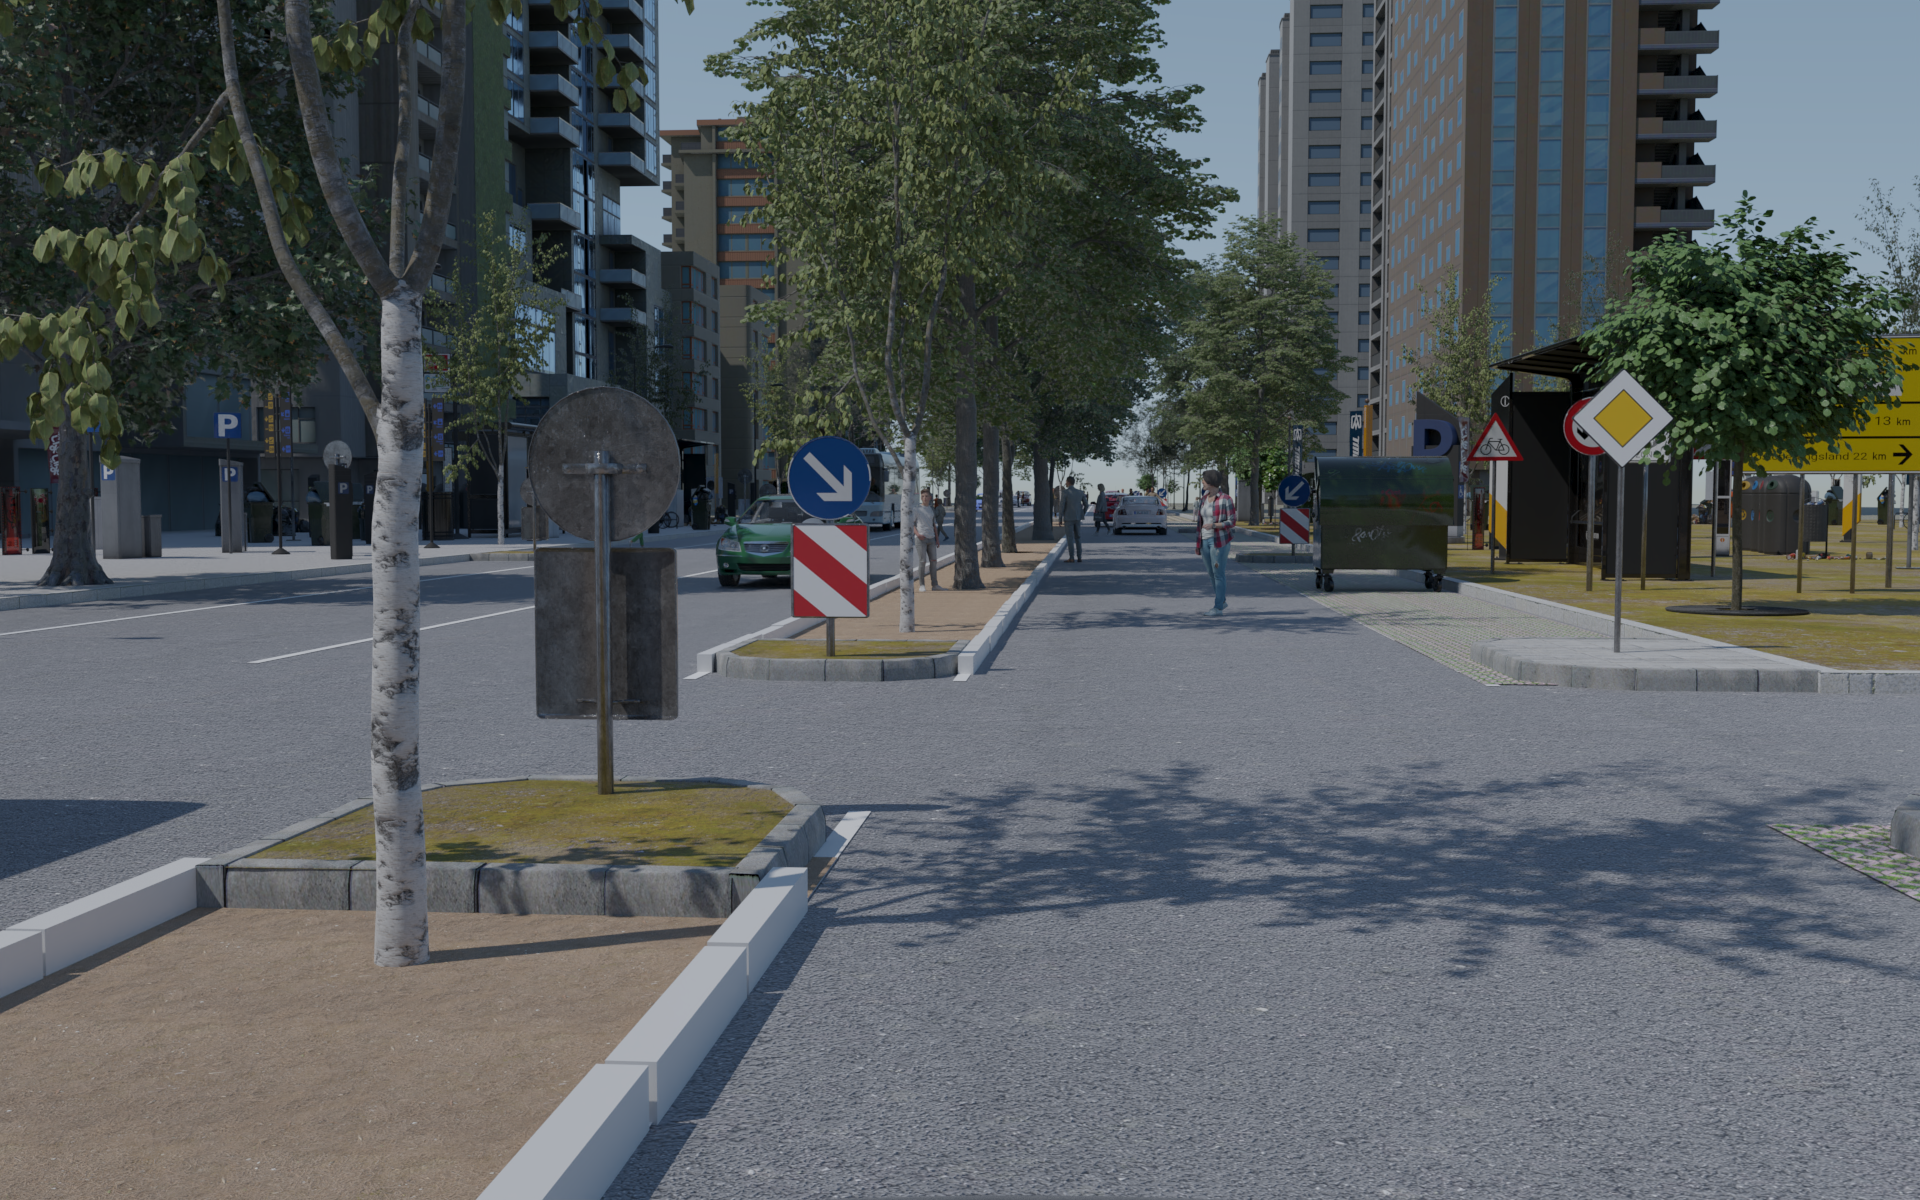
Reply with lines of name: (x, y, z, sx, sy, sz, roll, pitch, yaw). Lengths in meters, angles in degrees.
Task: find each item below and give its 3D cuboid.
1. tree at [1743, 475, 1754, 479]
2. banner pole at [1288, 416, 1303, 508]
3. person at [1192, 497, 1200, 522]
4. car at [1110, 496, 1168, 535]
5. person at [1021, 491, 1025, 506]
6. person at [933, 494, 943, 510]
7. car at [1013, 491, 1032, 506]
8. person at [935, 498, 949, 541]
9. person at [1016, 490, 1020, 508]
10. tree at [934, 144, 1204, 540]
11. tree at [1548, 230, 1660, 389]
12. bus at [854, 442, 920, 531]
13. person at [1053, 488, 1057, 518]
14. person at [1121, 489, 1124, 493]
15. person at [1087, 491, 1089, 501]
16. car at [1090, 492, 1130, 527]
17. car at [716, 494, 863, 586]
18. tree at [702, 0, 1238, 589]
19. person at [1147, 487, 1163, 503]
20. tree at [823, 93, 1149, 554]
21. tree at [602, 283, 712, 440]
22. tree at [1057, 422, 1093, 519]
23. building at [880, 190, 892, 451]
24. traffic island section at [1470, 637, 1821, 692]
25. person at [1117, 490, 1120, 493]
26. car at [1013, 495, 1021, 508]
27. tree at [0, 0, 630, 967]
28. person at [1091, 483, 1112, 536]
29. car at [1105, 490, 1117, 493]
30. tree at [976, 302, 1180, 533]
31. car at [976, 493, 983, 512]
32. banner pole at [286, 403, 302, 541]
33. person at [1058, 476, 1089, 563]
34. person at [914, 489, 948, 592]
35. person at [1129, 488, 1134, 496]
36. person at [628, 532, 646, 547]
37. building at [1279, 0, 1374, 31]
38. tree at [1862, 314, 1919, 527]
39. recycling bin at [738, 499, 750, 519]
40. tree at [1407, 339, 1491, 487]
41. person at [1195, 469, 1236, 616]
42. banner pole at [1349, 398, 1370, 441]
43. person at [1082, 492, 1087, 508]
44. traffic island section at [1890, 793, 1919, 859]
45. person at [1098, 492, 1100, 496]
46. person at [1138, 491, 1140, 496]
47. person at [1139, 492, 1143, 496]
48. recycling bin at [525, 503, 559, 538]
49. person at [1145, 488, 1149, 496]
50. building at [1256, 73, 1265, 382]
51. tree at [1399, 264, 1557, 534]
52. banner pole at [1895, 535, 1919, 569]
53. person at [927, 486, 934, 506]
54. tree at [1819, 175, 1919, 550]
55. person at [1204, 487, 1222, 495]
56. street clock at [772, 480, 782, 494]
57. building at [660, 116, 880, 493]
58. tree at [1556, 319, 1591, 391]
tree: (38.662, -8.224, 84.829, 4.360, 8.622, 3.978, 0, 3, 0)
banner pole: (10.657, -3.992, 55.289, 0.401, 3.779, 0.863, -2, 4, -29)
person: (11.982, -4.609, 88.142, 0.394, 1.301, 0.425, 3, 4, 38)
car: (6.433, -3.043, 62.116, 2.083, 1.381, 4.827, 0, 4, 4)
person: (7.232, -11.741, 200.993, 0.721, 1.766, 1.217, 1, 4, 15)
person: (-1.379, -5.440, 100.696, 1.065, 1.426, 0.557, -2, 4, -33)
car: (7.524, -12.281, 209.462, 2.281, 1.827, 5.304, 0, 4, 6)
person: (-0.612, -2.440, 52.659, 0.640, 1.303, 0.475, 2, 4, 24)
person: (6.108, -10.653, 182.689, 0.705, 1.822, 1.348, 0, 4, 2)
tree: (2.568, -8.808, 53.130, 9.857, 13.997, 8.962, 0, 3, 0)
tree: (18.816, -6.047, 49.231, 4.360, 8.622, 3.978, 0, 3, 0)
bus: (-3.635, -4.617, 70.354, 2.948, 3.499, 13.247, 0, 4, 5)
person: (5.698, -5.927, 105.494, 1.348, 1.812, 0.705, 0, 3, 0)
person: (9.765, -5.800, 103.882, 0.990, 1.755, 0.434, 1, 4, 20)
person: (17.859, -14.332, 242.925, 0.705, 1.812, 1.348, 0, 4, -6)
car: (6.820, -4.115, 76.318, 2.155, 1.783, 4.494, 0, 4, 4)
car: (-2.660, -1.011, 28.327, 2.131, 1.459, 4.920, 0, 4, 7)
tree: (0.175, -6.407, 25.340, 7.486, 12.596, 7.792, 0, 3, 0)
person: (10.225, -5.109, 92.035, 1.348, 1.823, 0.705, 2, 4, 31)
tree: (1.087, -6.942, 41.710, 9.928, 11.665, 9.643, 0, 3, 0)
tree: (-10.827, -6.778, 61.175, 4.360, 8.622, 3.978, 0, 3, 0)
tree: (5.157, -8.250, 87.709, 4.360, 8.622, 3.978, 0, 3, 0)
building: (-20.763, -35.322, 232.131, 22.147, 44.769, 28.867, 0, 4, 5)
traffic island section: (5.337, 0.505, 14.027, 2.009, 0.180, 2.903, 0, 4, 5)
person: (11.609, -7.228, 127.461, 1.217, 1.735, 0.721, 2, 4, 31)
car: (5.577, -10.627, 186.108, 2.083, 1.381, 4.827, 0, 4, 3)
tree: (-1.723, -3.207, 5.261, 4.737, 8.622, 4.395, 0, 3, 0)
person: (4.840, -3.083, 59.082, 0.728, 1.800, 0.709, 0, 4, 7)
car: (15.673, -10.374, 178.292, 2.281, 1.827, 5.304, 0, 4, 3)
tree: (3.164, -7.655, 62.026, 8.767, 10.594, 7.601, 0, 4, 5)
car: (1.955, -7.940, 139.405, 1.945, 1.707, 3.694, 0, 4, 4)
banner pole: (-18.227, -3.500, 47.248, 0.401, 3.779, 0.863, -1, 4, -19)
person: (2.359, -1.689, 36.219, 0.635, 1.810, 0.391, -2, 4, -32)
person: (-0.475, -0.875, 25.394, 0.523, 1.515, 0.503, 2, 4, 25)
person: (11.196, -6.432, 113.759, 0.705, 1.812, 1.348, -1, 4, -17)
person: (-8.459, -2.001, 45.467, 0.590, 1.304, 0.306, -3, 4, -37)
building: (47.814, -40.399, 202.517, 21.231, 58.520, 28.212, 0, 4, 5)
tree: (36.366, -7.117, 66.728, 4.737, 8.622, 4.395, 0, 3, 0)
recycling bin: (-10.986, -4.676, 89.006, 0.722, 1.027, 0.722, -1, 4, -15)
tree: (22.966, -8.012, 81.353, 4.360, 8.622, 3.978, 0, 3, 0)
person: (3.039, -0.680, 20.457, 0.643, 1.720, 0.563, -2, 4, -34)
banner pole: (10.535, -3.401, 45.626, 0.401, 3.779, 0.863, -2, 4, -31)
person: (11.062, -8.854, 154.180, 0.541, 1.710, 0.530, 1, 4, 19)
traffic island section: (4.690, 0.992, 6.068, 2.009, 0.180, 2.903, 0, 4, 5)
person: (15.735, -11.246, 193.158, 1.217, 1.735, 0.721, -3, 5, -41)
person: (21.225, -12.028, 205.021, 0.709, 1.838, 0.599, 1, 4, 21)
person: (8.482, -4.272, 80.941, 0.523, 1.515, 0.503, 2, 4, 31)
recycling bin: (-12.201, -2.326, 50.586, 0.722, 1.027, 0.722, 1, 4, 18)
person: (11.278, -5.838, 104.042, 0.705, 1.812, 1.348, 0, 4, -2)
building: (50.176, -42.130, 230.816, 21.231, 58.520, 28.212, 0, 4, 5)
tree: (16.032, -6.393, 54.888, 4.737, 8.622, 4.395, 0, 3, 0)
banner pole: (16.394, -2.427, 29.702, 0.401, 3.779, 0.863, 3, 5, 42)
person: (-1.522, -4.653, 84.775, 0.606, 1.804, 0.583, 1, 4, 18)
tree: (21.601, -5.441, 39.330, 4.360, 8.622, 3.978, 0, 3, 0)
person: (6.507, -2.176, 44.177, 0.679, 1.850, 0.850, 2, 4, 32)
street clock: (-9.183, -5.048, 87.103, 0.471, 2.002, 0.358, -1, 4, -17)
building: (-22.643, -33.563, 203.375, 22.147, 44.769, 28.867, 0, 4, 5)
tree: (25.450, -7.445, 72.085, 4.737, 8.622, 4.395, 0, 3, 0)
